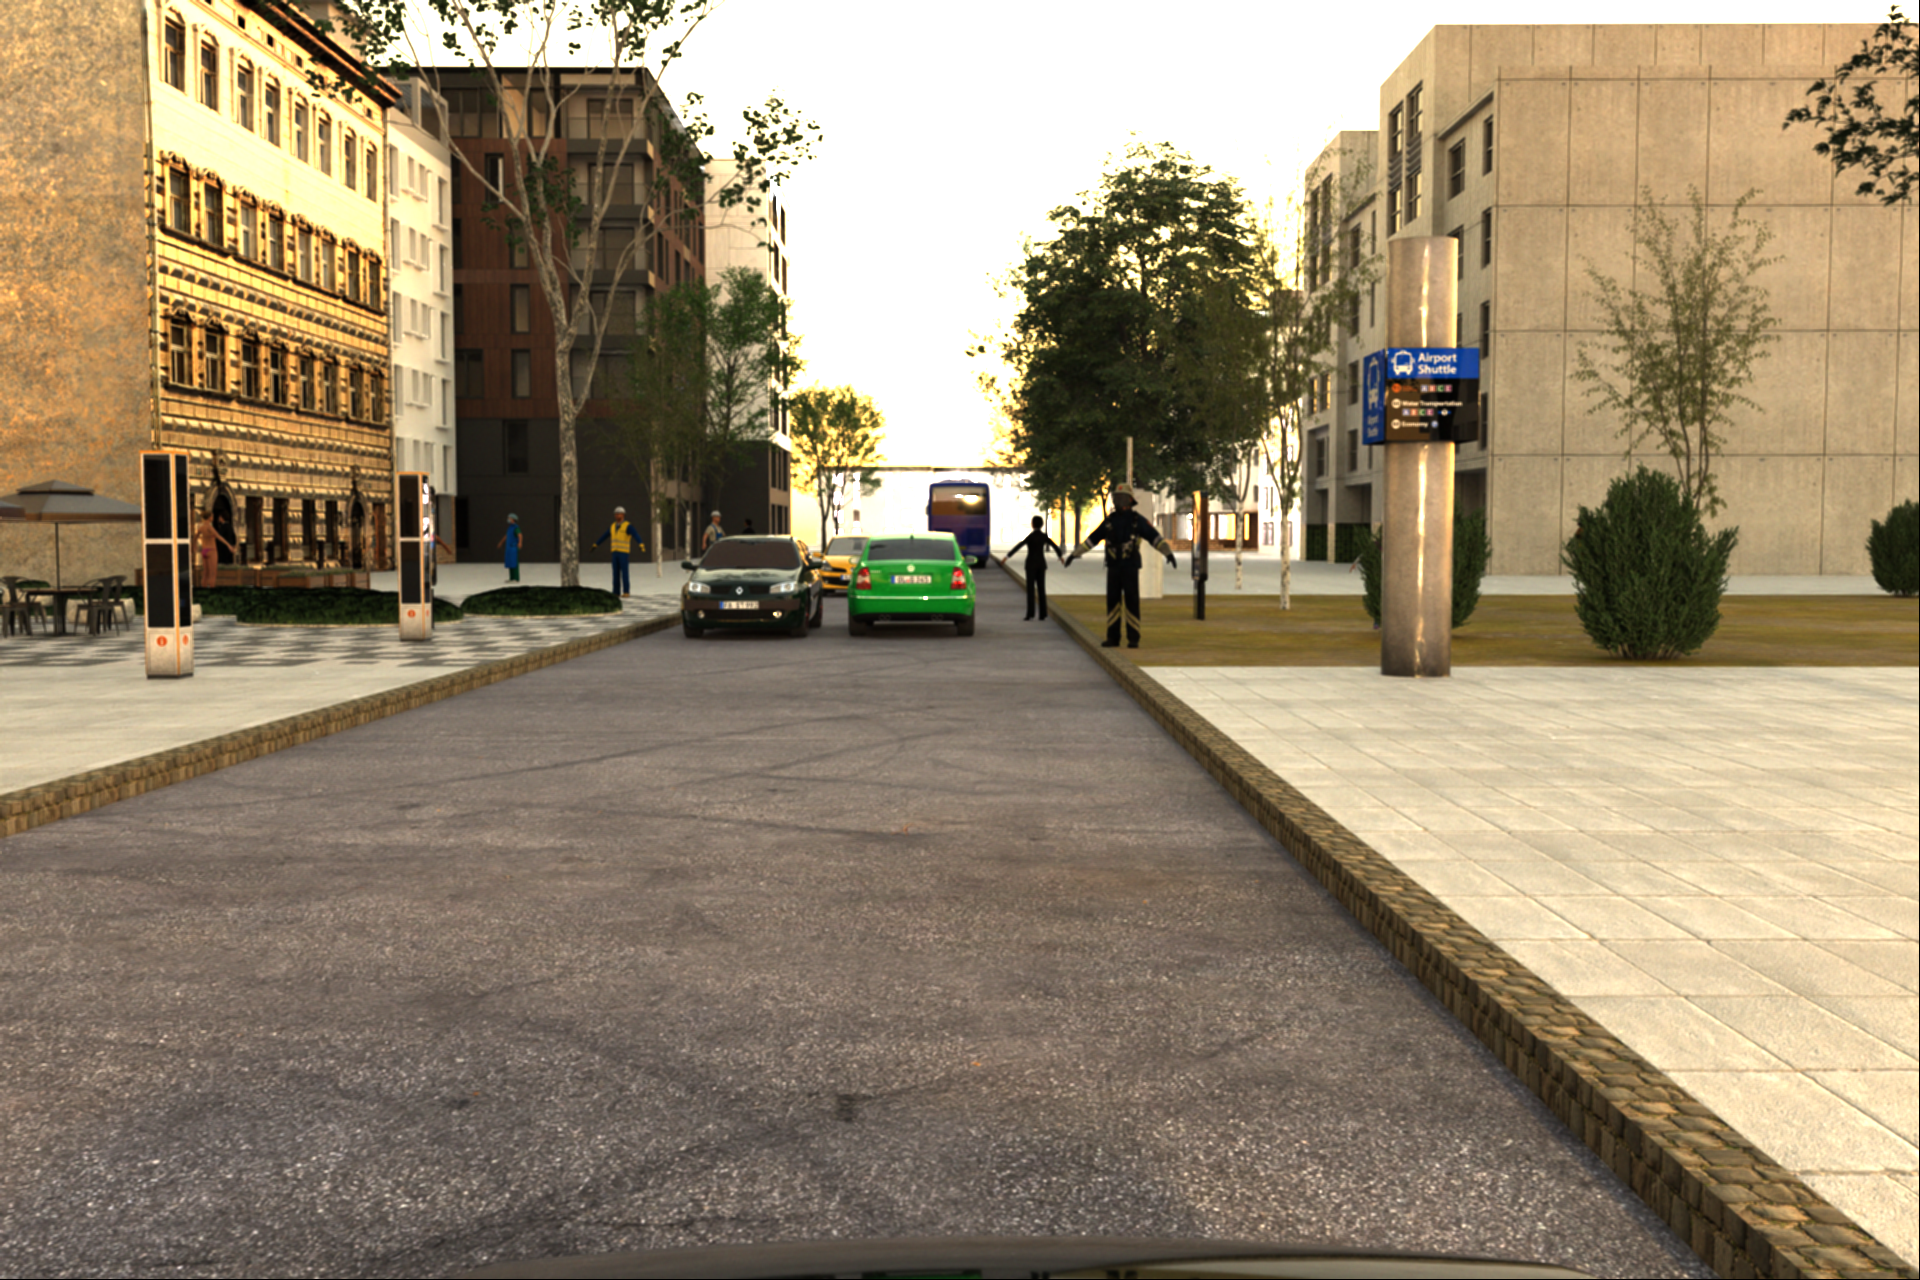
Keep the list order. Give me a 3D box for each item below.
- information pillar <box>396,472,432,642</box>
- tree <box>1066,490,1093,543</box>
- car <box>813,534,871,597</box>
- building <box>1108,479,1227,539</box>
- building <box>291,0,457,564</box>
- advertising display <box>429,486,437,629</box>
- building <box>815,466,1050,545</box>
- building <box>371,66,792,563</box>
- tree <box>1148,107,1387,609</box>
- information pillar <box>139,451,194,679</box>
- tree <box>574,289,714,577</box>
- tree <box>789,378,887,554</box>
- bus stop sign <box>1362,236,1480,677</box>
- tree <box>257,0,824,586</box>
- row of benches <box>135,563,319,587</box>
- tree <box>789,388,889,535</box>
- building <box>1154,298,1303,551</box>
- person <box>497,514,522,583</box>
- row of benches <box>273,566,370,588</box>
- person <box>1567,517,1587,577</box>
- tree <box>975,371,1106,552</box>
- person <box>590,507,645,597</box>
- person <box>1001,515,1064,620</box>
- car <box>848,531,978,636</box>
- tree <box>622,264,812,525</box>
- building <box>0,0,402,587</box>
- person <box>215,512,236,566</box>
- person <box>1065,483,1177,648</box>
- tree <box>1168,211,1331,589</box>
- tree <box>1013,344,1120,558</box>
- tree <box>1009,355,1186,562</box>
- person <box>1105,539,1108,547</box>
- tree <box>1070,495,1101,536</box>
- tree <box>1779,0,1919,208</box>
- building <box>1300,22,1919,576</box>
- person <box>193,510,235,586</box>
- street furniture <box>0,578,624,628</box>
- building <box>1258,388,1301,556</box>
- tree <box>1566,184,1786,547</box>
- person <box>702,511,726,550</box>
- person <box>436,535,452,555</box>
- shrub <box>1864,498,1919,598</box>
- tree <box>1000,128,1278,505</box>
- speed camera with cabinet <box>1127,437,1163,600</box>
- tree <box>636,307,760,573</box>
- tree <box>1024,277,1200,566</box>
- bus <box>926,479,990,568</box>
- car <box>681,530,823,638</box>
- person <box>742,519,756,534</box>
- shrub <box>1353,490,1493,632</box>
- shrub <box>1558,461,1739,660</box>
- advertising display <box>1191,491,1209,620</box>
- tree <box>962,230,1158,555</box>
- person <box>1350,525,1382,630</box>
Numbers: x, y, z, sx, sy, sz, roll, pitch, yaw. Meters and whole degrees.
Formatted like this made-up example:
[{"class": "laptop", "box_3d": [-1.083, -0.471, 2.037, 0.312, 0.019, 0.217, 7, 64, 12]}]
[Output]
[{"class": "information pillar", "box_3d": [-6.512, -0.990, 20.671, 0.304, 2.012, 0.304, 0, 4, 1]}, {"class": "tree", "box_3d": [14.418, -15.777, 208.308, 4.737, 8.622, 4.395, 0, 3, 0]}, {"class": "car", "box_3d": [-2.417, -1.875, 40.885, 2.015, 1.641, 3.980, 0, 3, 0]}, {"class": "building", "box_3d": [20.811, -14.377, 177.203, 9.099, 9.664, 28.070, 0, 3, 0]}, {"class": "building", "box_3d": [-27.021, -12.600, 62.424, 16.016, 20.090, 11.380, 0, 4, 0]}, {"class": "advertising display", "box_3d": [-7.143, -1.083, 22.923, 0.123, 1.923, 0.974, 0, 4, 1]}, {"class": "building", "box_3d": [-3.083, -16.431, 213.246, 28.070, 9.664, 9.099, 0, 4, 7]}, {"class": "building", "box_3d": [-24.352, -15.189, 92.308, 27.936, 21.610, 32.646, 0, 4, -1]}, {"class": "tree", "box_3d": [5.773, -4.830, 29.331, 4.360, 8.622, 3.978, 0, 3, 0]}, {"class": "information pillar", "box_3d": [-7.048, -0.667, 15.397, 0.304, 2.012, 0.304, 0, 4, 0]}, {"class": "tree", "box_3d": [-8.748, -6.180, 51.405, 4.360, 8.622, 3.978, 0, 3, 0]}, {"class": "tree", "box_3d": [-8.845, -11.512, 113.979, 9.928, 11.665, 9.643, 0, 3, 0]}, {"class": "bus stop sign", "box_3d": [4.155, -1.631, 15.684, 0.837, 3.901, 0.837, 0, 4, 0]}, {"class": "tree", "box_3d": [-8.593, -11.124, 37.772, 12.611, 20.169, 13.585, 0, 3, 0]}, {"class": "row of benches", "box_3d": [-15.426, -1.295, 36.633, 4.104, 0.672, 1.422, 1, 4, 12]}, {"class": "tree", "box_3d": [-8.830, -12.079, 123.249, 9.928, 11.665, 9.643, 0, 3, 0]}, {"class": "building", "box_3d": [21.659, -17.712, 146.015, 16.016, 20.090, 11.380, 0, 4, 1]}, {"class": "person", "box_3d": [-11.776, -2.408, 45.502, 0.704, 1.817, 1.347, -3, 4, -39]}, {"class": "row of benches", "box_3d": [-11.752, -1.009, 31.960, 1.422, 0.672, 4.104, 0, 4, -4]}, {"class": "person", "box_3d": [18.634, -2.822, 51.916, 1.354, 1.858, 0.705, -3, 5, -42]}, {"class": "tree", "box_3d": [6.201, -13.026, 123.348, 12.009, 13.543, 11.850, 0, 3, 0]}, {"class": "person", "box_3d": [-6.913, -1.786, 35.163, 1.349, 1.833, 0.705, 2, 4, 26]}, {"class": "person", "box_3d": [1.226, -1.201, 28.809, 1.216, 1.740, 0.721, -2, 4, -29]}, {"class": "car", "box_3d": [-0.700, -1.036, 25.732, 1.959, 1.807, 4.718, 0, 4, -1]}, {"class": "tree", "box_3d": [-9.267, -8.596, 66.296, 9.928, 11.665, 9.643, 0, 3, 0]}, {"class": "building", "box_3d": [-28.799, -13.431, 50.523, 19.493, 23.208, 18.063, 0, 4, 0]}, {"class": "person", "box_3d": [-17.798, -2.184, 41.896, 0.705, 1.806, 1.347, 0, 4, 3]}, {"class": "person", "box_3d": [1.838, -0.846, 19.609, 1.354, 1.856, 0.705, 2, 4, 28]}, {"class": "tree", "box_3d": [6.421, -5.482, 39.988, 4.360, 8.622, 3.978, 0, 3, 0]}, {"class": "tree", "box_3d": [6.498, -10.582, 91.145, 7.486, 12.596, 7.792, 0, 3, 0]}, {"class": "tree", "box_3d": [6.769, -8.925, 80.335, 8.767, 10.594, 7.601, -1, 4, -21]}, {"class": "person", "box_3d": [4.755, -2.861, 52.970, 0.705, 1.806, 1.347, -2, 4, -27]}, {"class": "tree", "box_3d": [15.549, -16.148, 214.375, 4.737, 8.622, 4.395, 0, 3, 0]}, {"class": "tree", "box_3d": [6.602, -4.477, 7.608, 8.767, 10.594, 7.601, 2, 4, 35]}, {"class": "building", "box_3d": [24.888, -12.372, 68.735, 16.747, 18.905, 31.486, 0, 4, 1]}, {"class": "person", "box_3d": [-14.358, -1.620, 33.283, 1.217, 1.733, 0.721, 2, 4, 32]}, {"class": "street furniture", "box_3d": [-10.529, -0.677, 26.694, 10.072, 0.657, 5.734, 0, 4, 3]}, {"class": "building", "box_3d": [23.821, -9.599, 99.093, 9.099, 9.664, 28.070, 0, 4, 0]}, {"class": "tree", "box_3d": [15.437, -5.227, 35.824, 4.360, 8.622, 3.978, 0, 3, 0]}, {"class": "person", "box_3d": [-5.945, -2.231, 42.339, 0.705, 1.847, 1.347, 2, 4, 26]}, {"class": "person", "box_3d": [-9.492, -1.507, 30.788, 0.704, 1.843, 1.345, 1, 4, 15]}, {"class": "shrub", "box_3d": [19.242, -1.876, 35.084, 1.690, 2.028, 1.600, 0, 3, 0]}, {"class": "tree", "box_3d": [5.962, -9.155, 56.346, 9.857, 13.997, 8.962, 0, 3, 0]}, {"class": "speed camera with cabinet", "box_3d": [3.659, -2.469, 34.709, 0.660, 3.252, 2.038, 0, 4, -1]}, {"class": "tree", "box_3d": [-9.092, -6.503, 56.682, 4.360, 8.622, 3.978, 0, 3, 0]}, {"class": "tree", "box_3d": [6.326, -8.820, 69.967, 9.928, 11.665, 9.643, 0, 3, 0]}, {"class": "bus", "box_3d": [-0.110, -5.187, 76.357, 2.896, 3.916, 12.251, 0, 4, -1]}, {"class": "car", "box_3d": [-2.969, -0.944, 25.215, 2.009, 1.686, 4.222, 0, 4, 0]}, {"class": "person", "box_3d": [-6.566, -2.834, 53.050, 0.721, 1.740, 1.216, 2, 4, 29]}, {"class": "shrub", "box_3d": [5.756, -1.069, 21.517, 1.661, 2.075, 1.752, 0, 3, 0]}, {"class": "shrub", "box_3d": [7.050, -0.816, 17.764, 1.690, 2.028, 1.600, 0, 3, 0]}, {"class": "advertising display", "box_3d": [3.615, -1.279, 26.120, 0.123, 1.923, 0.974, 0, 4, 1]}, {"class": "tree", "box_3d": [6.037, -15.388, 107.483, 12.611, 20.169, 13.585, 0, 3, 0]}, {"class": "person", "box_3d": [5.717, -0.855, 23.239, 0.991, 1.433, 0.599, 0, 4, -1]}]
